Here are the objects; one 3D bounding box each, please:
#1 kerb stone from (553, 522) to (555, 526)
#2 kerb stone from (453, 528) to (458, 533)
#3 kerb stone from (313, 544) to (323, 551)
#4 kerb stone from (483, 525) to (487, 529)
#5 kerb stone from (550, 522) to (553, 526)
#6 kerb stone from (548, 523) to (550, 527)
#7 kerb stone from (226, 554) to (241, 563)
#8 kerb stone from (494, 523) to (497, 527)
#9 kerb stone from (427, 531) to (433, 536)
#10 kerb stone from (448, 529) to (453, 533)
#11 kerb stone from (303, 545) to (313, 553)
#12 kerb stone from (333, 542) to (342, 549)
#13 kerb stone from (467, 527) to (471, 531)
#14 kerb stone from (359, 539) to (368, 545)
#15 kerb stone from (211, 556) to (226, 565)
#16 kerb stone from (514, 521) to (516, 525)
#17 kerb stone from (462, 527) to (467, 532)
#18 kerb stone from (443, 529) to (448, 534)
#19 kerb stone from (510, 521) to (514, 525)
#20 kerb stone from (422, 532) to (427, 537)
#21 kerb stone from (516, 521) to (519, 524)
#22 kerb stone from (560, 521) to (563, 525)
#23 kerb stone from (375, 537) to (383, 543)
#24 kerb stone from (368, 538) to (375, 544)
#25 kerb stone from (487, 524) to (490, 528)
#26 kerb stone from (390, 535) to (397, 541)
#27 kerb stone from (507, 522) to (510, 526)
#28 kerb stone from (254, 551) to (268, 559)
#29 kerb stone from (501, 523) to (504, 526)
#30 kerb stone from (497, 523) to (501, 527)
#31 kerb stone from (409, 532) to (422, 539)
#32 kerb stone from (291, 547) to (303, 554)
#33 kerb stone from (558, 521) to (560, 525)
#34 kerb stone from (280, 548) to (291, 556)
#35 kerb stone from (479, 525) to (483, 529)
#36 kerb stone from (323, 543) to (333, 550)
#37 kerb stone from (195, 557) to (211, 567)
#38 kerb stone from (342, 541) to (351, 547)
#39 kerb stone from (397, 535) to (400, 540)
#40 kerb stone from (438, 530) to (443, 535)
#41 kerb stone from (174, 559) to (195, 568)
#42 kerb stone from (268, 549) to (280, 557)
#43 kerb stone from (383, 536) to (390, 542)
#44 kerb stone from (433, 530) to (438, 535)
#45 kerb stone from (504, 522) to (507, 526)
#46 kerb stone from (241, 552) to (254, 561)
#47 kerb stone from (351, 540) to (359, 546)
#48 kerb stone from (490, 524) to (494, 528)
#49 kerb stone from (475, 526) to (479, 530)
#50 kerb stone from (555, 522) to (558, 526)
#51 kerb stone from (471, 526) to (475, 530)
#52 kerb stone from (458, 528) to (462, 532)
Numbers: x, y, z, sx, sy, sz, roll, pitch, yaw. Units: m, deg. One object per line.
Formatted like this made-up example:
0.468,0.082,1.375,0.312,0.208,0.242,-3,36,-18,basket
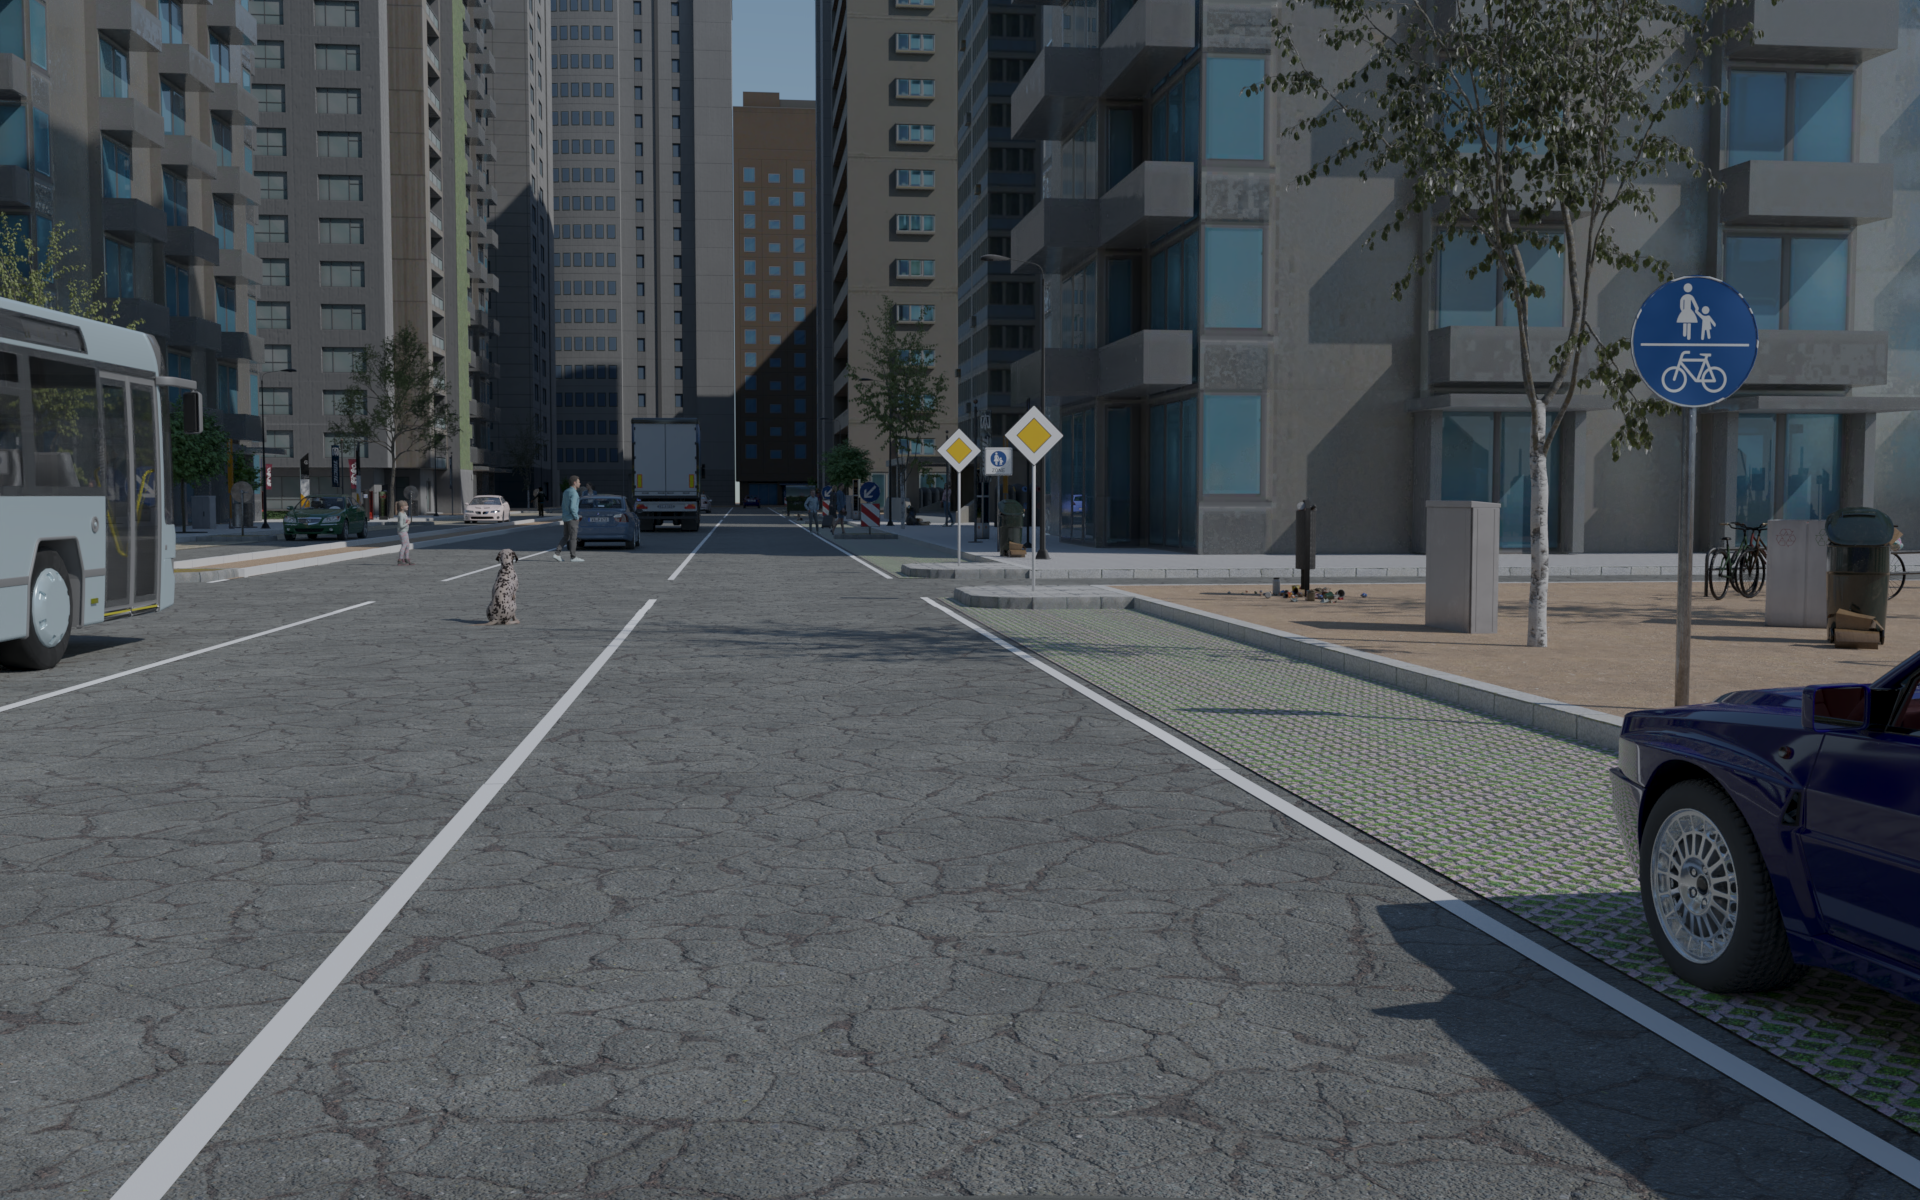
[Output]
-18.238,-3.357,77.100,0.120,0.150,1.000,0,4,-7,kerb stone
-18.678,-2.523,63.587,0.120,0.150,1.000,0,4,-7,kerb stone
-16.150,-1.287,43.245,0.120,0.150,1.000,0,4,-7,kerb stone
-19.567,-2.968,70.720,0.120,0.150,1.000,0,4,-7,kerb stone
-18.113,-3.295,76.073,0.120,0.150,1.000,0,4,-7,kerb stone
-17.990,-3.233,75.054,0.120,0.150,1.000,0,4,-7,kerb stone
-15.259,-0.848,36.115,0.120,0.150,1.000,0,4,-7,kerb stone
-19.949,-3.155,73.776,0.120,0.150,1.000,0,4,-7,kerb stone
-18.049,-2.221,58.508,0.120,0.150,1.000,0,4,-7,kerb stone
-18.554,-2.466,62.570,0.120,0.150,1.000,0,4,-7,kerb stone
-16.018,-1.221,42.231,0.120,0.150,1.000,0,4,-7,kerb stone
-16.393,-1.408,45.279,0.120,0.150,1.000,0,4,-7,kerb stone
-19.051,-2.719,66.644,0.120,0.150,1.000,0,4,-7,kerb stone
-16.773,-1.599,48.335,0.120,0.150,1.000,0,4,-7,kerb stone
-15.134,-0.789,35.090,0.120,0.150,1.000,0,4,-7,kerb stone
-20.704,-3.523,79.892,0.120,0.150,1.000,0,4,-7,kerb stone
-18.932,-2.656,65.628,0.120,0.150,1.000,0,4,-7,kerb stone
-18.424,-2.407,61.556,0.120,0.150,1.000,0,4,-7,kerb stone
-20.577,-3.466,78.878,0.120,0.150,1.000,0,4,-7,kerb stone
-17.922,-2.158,57.492,0.120,0.150,1.000,0,4,-7,kerb stone
-20.831,-3.591,80.910,0.120,0.150,1.000,0,4,-7,kerb stone
-18.622,-3.544,80.146,0.120,0.150,1.000,0,4,-7,kerb stone
-17.025,-1.723,50.368,0.120,0.150,1.000,0,4,-7,kerb stone
-16.909,-1.661,49.353,0.120,0.150,1.000,0,4,-7,kerb stone
-19.695,-3.028,71.734,0.120,0.150,1.000,0,4,-7,kerb stone
-17.283,-1.845,52.399,0.120,0.150,1.000,0,4,-7,kerb stone
-20.457,-3.404,77.862,0.120,0.150,1.000,0,4,-7,kerb stone
-15.503,-0.977,38.162,0.120,0.150,1.000,0,4,-7,kerb stone
-20.208,-3.280,75.817,0.120,0.150,1.000,0,4,-7,kerb stone
-20.072,-3.212,74.791,0.120,0.150,1.000,0,4,-7,kerb stone
-17.797,-2.092,56.478,0.120,0.150,1.000,0,4,-7,kerb stone
-15.892,-1.163,41.217,0.120,0.150,1.000,0,4,-7,kerb stone
-18.495,-3.480,79.132,0.120,0.150,1.000,0,4,-7,kerb stone
-15.769,-1.101,40.195,0.120,0.150,1.000,0,4,-7,kerb stone
-19.443,-2.905,69.700,0.120,0.150,1.000,0,4,-7,kerb stone
-16.276,-1.350,44.261,0.120,0.150,1.000,0,4,-7,kerb stone
-15.000,-0.726,34.070,0.120,0.150,1.000,0,4,-7,kerb stone
-16.530,-1.474,46.302,0.120,0.150,1.000,0,4,-7,kerb stone
-17.413,-1.906,53.426,0.120,0.150,1.000,0,4,-7,kerb stone
-18.303,-2.345,60.537,0.120,0.150,1.000,0,4,-7,kerb stone
-14.878,-0.662,33.055,0.120,0.150,1.000,0,4,-7,kerb stone
-15.640,-1.037,39.175,0.120,0.150,1.000,0,4,-7,kerb stone
-17.153,-1.784,51.385,0.120,0.150,1.000,0,4,-7,kerb stone
-18.166,-2.283,59.524,0.120,0.150,1.000,0,4,-7,kerb stone
-20.324,-3.339,76.836,0.120,0.150,1.000,0,4,-7,kerb stone
-15.391,-0.914,37.146,0.120,0.150,1.000,0,4,-7,kerb stone
-16.656,-1.537,47.318,0.120,0.150,1.000,0,4,-7,kerb stone
-19.817,-3.092,72.757,0.120,0.150,1.000,0,4,-7,kerb stone
-19.310,-2.843,68.686,0.120,0.150,1.000,0,4,-7,kerb stone
-18.366,-3.420,78.117,0.120,0.150,1.000,0,4,-7,kerb stone
-19.183,-2.781,67.659,0.120,0.150,1.000,0,4,-7,kerb stone
-18.804,-2.594,64.614,0.120,0.150,1.000,0,4,-7,kerb stone
